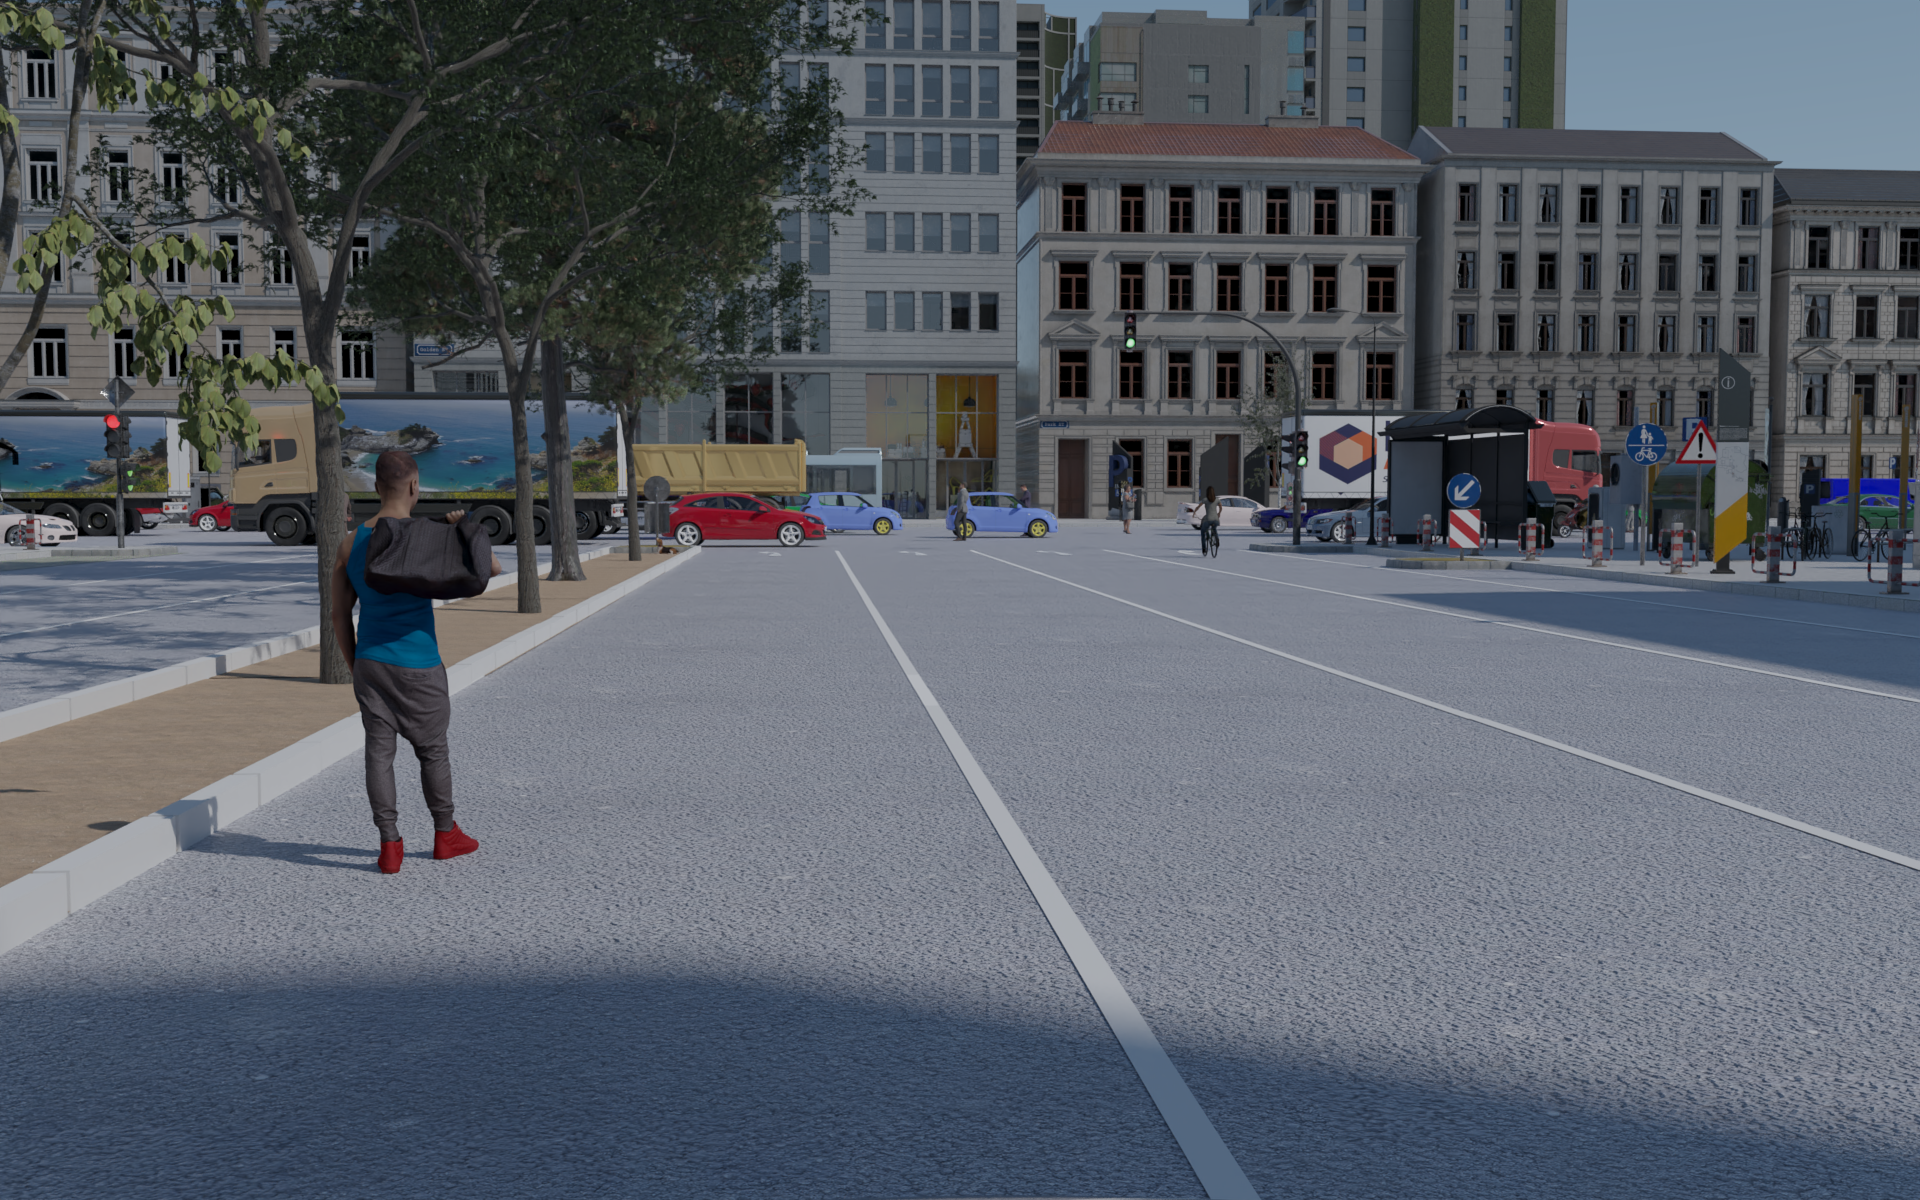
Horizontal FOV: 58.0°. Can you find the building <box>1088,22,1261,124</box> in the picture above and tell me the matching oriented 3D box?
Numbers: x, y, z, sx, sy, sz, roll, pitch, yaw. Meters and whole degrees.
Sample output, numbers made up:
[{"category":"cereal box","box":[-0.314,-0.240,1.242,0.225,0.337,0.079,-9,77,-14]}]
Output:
[{"category":"building","box":[18.238,-28.828,154.933,14.154,41.232,14.086,0,4,-5]}]

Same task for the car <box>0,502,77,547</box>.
[{"category":"car","box":[-25.790,-2.024,45.446,4.827,1.381,2.083,0,4,-4]}]

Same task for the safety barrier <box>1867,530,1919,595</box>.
[{"category":"safety barrier","box":[11.978,-0.483,22.180,0.300,0.817,1.120,0,4,-5]}]

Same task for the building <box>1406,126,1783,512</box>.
[{"category":"building","box":[33.117,-14.991,94.246,18.267,20.994,9.793,0,4,-5]}]

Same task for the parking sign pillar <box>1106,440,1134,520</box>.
[{"category":"parking sign pillar","box":[7.957,-5.954,85.815,1.447,3.967,1.447,-3,5,-40]}]

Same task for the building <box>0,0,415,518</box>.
[{"category":"building","box":[-37.520,-18.618,90.314,20.117,28.700,13.634,0,4,-5]}]

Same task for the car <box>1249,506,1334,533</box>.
[{"category":"car","box":[12.772,-3.154,64.152,3.894,1.354,1.945,0,4,-4]}]

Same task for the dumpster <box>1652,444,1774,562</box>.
[{"category":"dumpster","box":[14.605,-1.903,33.606,1.502,2.255,1.985,0,4,-5]}]

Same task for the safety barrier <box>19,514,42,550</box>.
[{"category":"safety barrier","box":[-21.317,-1.556,39.724,0.300,0.817,1.120,0,4,-5]}]

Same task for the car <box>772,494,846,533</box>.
[{"category":"car","box":[-5.918,-3.367,63.842,4.718,1.807,1.959,0,4,-7]}]

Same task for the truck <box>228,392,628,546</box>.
[{"category":"truck","box":[-15.154,-3.657,48.698,11.283,4.237,2.839,0,4,-4]}]

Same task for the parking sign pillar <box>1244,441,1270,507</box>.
[{"category":"parking sign pillar","box":[14.880,-6.017,86.849,1.447,3.967,1.447,-3,5,-44]}]

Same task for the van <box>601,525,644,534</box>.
[{"category":"van","box":[-10.897,-3.552,62.465,5.245,2.365,2.240,0,4,-4]}]

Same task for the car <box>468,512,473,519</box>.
[{"category":"car","box":[-15.359,-2.776,57.390,4.499,1.417,2.014,0,4,-4]}]

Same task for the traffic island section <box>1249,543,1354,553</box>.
[{"category":"traffic island section","box":[8.499,-1.310,43.693,2.009,0.180,2.903,0,4,-5]}]

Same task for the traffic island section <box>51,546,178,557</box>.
[{"category":"traffic island section","box":[-19.925,-1.152,41.108,2.009,0.180,2.903,0,4,-5]}]

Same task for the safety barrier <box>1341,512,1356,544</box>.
[{"category":"safety barrier","box":[9.951,-1.839,44.349,0.300,0.817,1.120,0,4,-5]}]

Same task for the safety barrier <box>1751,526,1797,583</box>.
[{"category":"safety barrier","box":[11.720,-0.653,24.948,0.300,0.817,1.120,0,4,-5]}]

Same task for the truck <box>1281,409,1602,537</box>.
[{"category":"truck","box":[16.725,-4.285,58.976,11.283,4.237,2.839,0,4,-6]}]

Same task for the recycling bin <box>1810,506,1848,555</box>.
[{"category":"recycling bin","box":[18.612,-1.496,37.021,0.722,1.027,0.722,2,4,29]}]

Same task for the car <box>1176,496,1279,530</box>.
[{"category":"car","box":[11.057,-3.473,69.142,4.827,1.381,2.083,0,4,-7]}]

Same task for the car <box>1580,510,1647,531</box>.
[{"category":"car","box":[23.824,-3.491,65.871,4.718,1.807,1.959,0,4,-3]}]

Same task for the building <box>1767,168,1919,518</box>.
[{"category":"building","box":[51.813,-14.153,96.030,19.286,19.102,10.561,0,4,-5]}]

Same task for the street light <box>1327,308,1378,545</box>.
[{"category":"street light","box":[9.845,-4.337,43.456,1.470,5.913,1.316,0,4,-5]}]

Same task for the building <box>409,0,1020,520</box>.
[{"category":"building","box":[-12.357,-19.138,90.405,29.804,29.767,11.434,0,4,-5]}]

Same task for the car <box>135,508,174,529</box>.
[{"category":"car","box":[-34.651,-3.745,69.908,5.304,1.827,2.281,0,4,-5]}]

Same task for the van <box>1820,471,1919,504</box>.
[{"category":"van","box":[35.630,-3.835,67.090,5.245,2.365,2.240,0,4,-6]}]

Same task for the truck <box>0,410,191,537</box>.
[{"category":"truck","box":[-32.334,-4.273,58.778,11.283,4.237,2.839,0,4,-6]}]

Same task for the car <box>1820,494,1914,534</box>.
[{"category":"car","box":[33.266,-3.111,62.671,4.920,1.459,2.131,0,4,-4]}]

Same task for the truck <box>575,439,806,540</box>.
[{"category":"truck","box":[-9.812,-3.610,54.951,9.791,3.379,3.469,0,4,-4]}]

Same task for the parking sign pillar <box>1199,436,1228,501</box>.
[{"category":"parking sign pillar","box":[11.814,-5.643,80.740,1.447,3.967,1.447,0,4,-4]}]

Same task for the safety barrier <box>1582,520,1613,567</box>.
[{"category":"safety barrier","box":[11.219,-0.992,30.487,0.300,0.817,1.120,0,4,-5]}]

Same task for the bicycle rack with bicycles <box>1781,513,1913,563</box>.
[{"category":"bicycle rack with bicycles","box":[17.076,-1.242,33.681,2.925,0.926,2.852,-3,5,-40]}]

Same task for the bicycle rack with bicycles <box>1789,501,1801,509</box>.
[{"category":"bicycle rack with bicycles","box":[42.680,-4.505,87.033,2.852,0.926,2.925,1,4,17]}]

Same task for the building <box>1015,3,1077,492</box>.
[{"category":"building","box":[6.749,-50.027,256.191,20.611,71.187,20.563,0,4,-5]}]

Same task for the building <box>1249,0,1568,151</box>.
[{"category":"building","box":[46.920,-39.296,184.492,28.212,58.520,21.231,0,4,-5]}]

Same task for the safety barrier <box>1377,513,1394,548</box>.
[{"category":"safety barrier","box":[10.204,-1.670,41.580,0.300,0.817,1.120,0,4,-5]}]

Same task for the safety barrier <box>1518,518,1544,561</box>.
[{"category":"safety barrier","box":[10.963,-1.161,33.257,0.300,0.817,1.120,0,4,-5]}]

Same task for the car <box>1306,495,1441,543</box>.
[{"category":"car","box":[12.613,-2.436,51.828,4.499,1.417,2.014,0,4,-6]}]

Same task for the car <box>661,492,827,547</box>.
[{"category":"car","box":[-5.880,-2.333,47.179,4.494,1.783,2.155,0,4,-3]}]

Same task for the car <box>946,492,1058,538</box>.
[{"category":"car","box":[1.375,-2.892,56.881,3.694,1.707,1.945,0,4,-6]}]

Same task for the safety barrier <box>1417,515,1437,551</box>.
[{"category":"safety barrier","box":[10.459,-1.501,38.812,0.300,0.817,1.120,0,4,-5]}]

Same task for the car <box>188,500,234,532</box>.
[{"category":"car","box":[-27.207,-3.506,66.367,4.494,1.783,2.155,0,4,-4]}]

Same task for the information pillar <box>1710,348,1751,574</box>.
[{"category":"information pillar","box":[12.354,-2.226,27.749,0.504,3.616,0.183,1,4,10]}]

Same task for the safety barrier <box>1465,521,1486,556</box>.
[{"category":"safety barrier","box":[10.711,-1.330,36.026,0.300,0.817,1.120,0,4,-5]}]

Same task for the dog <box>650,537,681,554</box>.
[{"category":"dog","box":[-6.967,-1.279,41.105,0.748,0.427,0.550,2,4,33]}]

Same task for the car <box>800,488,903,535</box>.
[{"category":"car","box":[-3.841,-3.125,60.684,3.694,1.707,1.945,0,4,-6]}]

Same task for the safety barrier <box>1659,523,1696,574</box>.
[{"category":"safety barrier","box":[11.471,-0.822,27.718,0.300,0.817,1.120,0,4,-5]}]

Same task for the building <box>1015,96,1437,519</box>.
[{"category":"building","box":[13.357,-15.761,93.853,21.152,22.565,11.583,0,4,-5]}]

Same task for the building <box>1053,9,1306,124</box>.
[{"category":"building","box":[21.647,-34.111,177.326,23.786,49.044,30.456,0,4,-5]}]
